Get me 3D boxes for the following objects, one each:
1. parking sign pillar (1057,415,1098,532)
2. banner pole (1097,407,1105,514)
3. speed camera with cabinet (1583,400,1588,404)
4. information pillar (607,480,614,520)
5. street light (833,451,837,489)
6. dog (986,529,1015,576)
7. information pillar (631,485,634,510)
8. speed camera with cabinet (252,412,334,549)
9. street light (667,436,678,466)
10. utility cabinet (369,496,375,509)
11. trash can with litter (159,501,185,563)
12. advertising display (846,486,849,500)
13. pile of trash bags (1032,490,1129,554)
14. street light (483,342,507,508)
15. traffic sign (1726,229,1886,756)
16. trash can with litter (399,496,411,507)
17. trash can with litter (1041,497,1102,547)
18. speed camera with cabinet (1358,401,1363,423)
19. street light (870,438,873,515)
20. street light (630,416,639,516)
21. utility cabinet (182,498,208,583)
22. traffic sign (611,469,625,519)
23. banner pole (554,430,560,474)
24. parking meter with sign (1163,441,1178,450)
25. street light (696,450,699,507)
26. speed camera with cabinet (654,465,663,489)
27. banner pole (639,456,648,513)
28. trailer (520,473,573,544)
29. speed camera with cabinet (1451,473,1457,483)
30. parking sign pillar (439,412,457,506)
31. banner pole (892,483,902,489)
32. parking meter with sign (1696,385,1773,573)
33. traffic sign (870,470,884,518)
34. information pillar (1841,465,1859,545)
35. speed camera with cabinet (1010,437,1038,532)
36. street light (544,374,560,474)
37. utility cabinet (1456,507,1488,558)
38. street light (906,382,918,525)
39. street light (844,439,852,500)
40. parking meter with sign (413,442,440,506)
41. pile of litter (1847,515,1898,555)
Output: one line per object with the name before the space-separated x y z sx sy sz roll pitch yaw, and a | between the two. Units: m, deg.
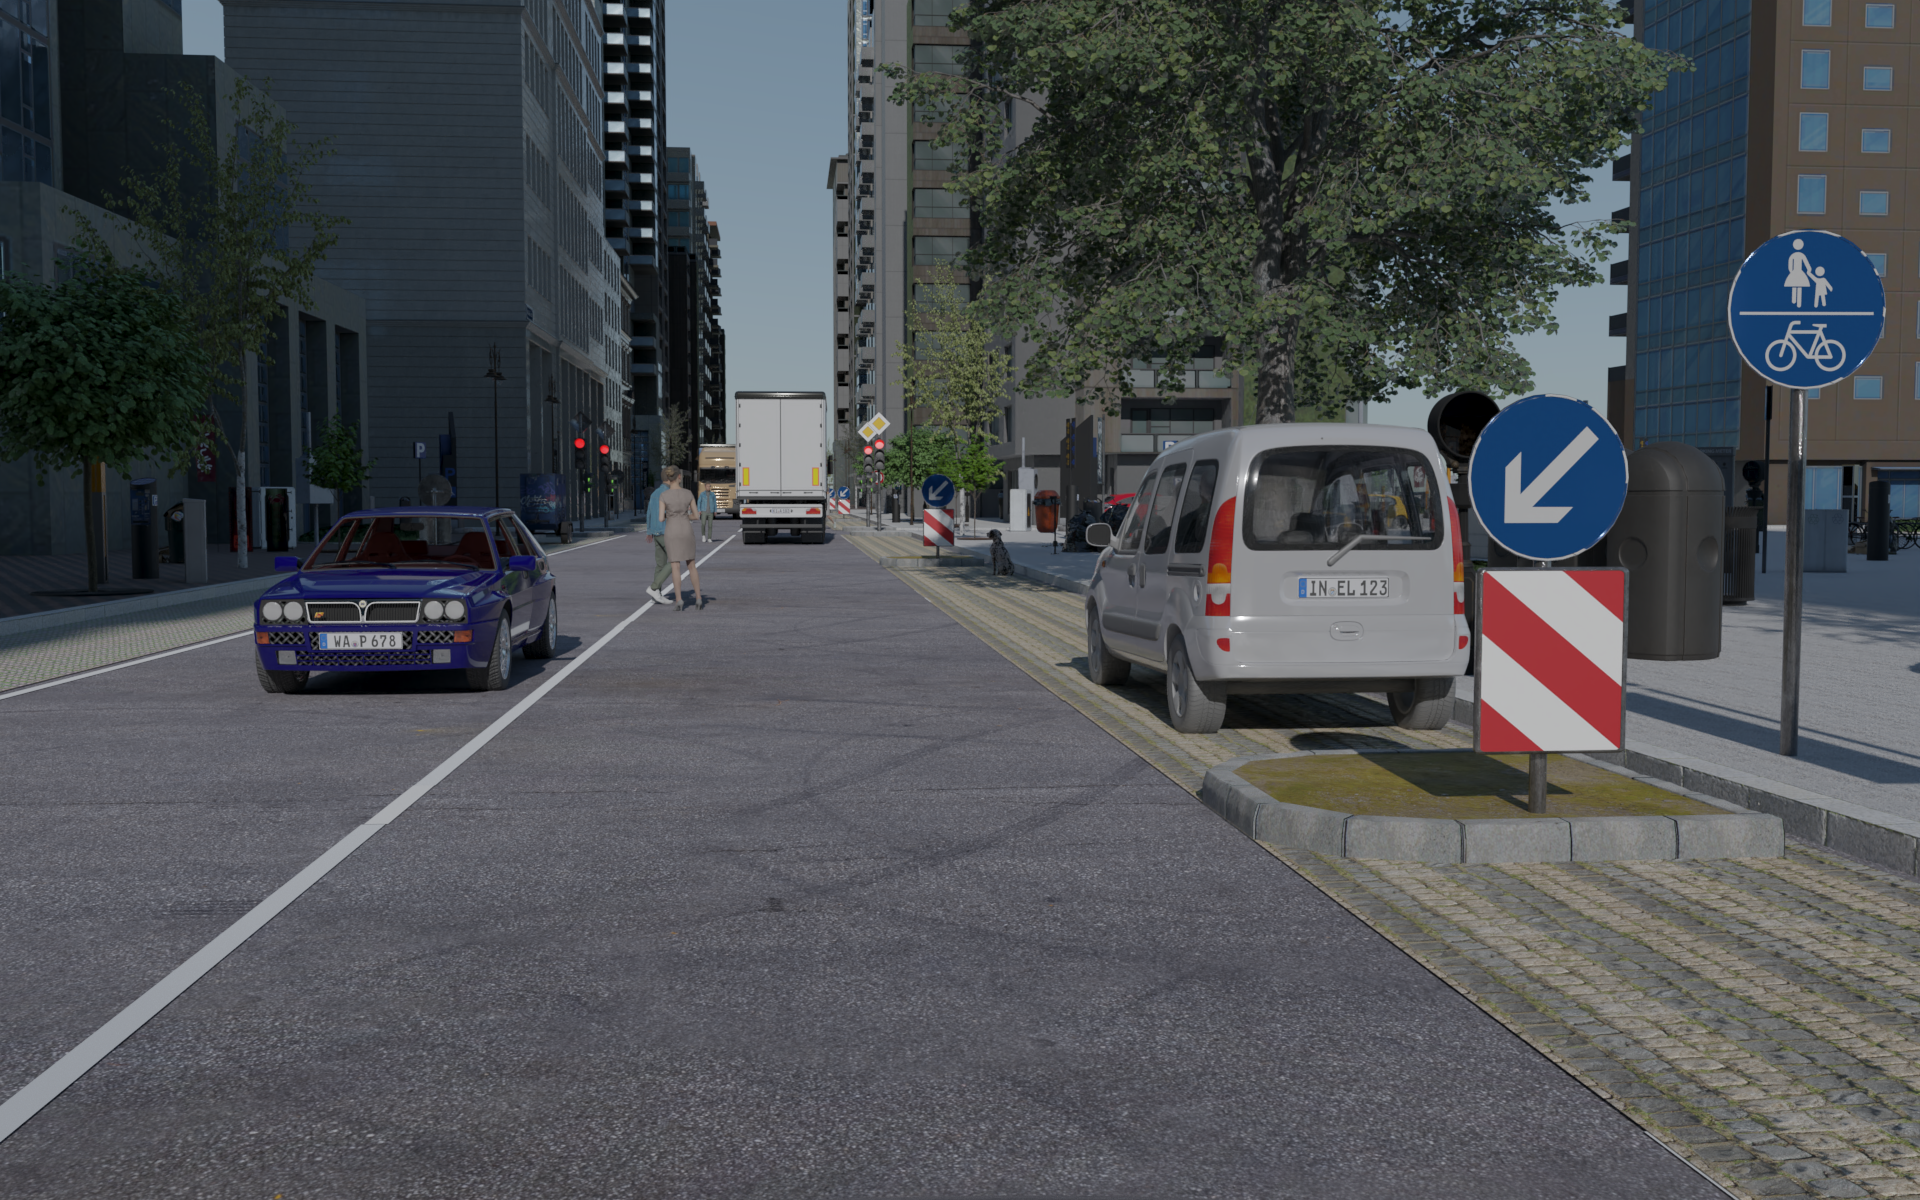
parking sign pillar | 4.076 -4.341 59.450 1.447 3.967 1.447 3 5 40
banner pole | 4.066 -3.660 49.853 0.401 3.779 0.863 1 4 21
speed camera with cabinet | 12.473 -2.581 36.535 2.038 3.252 0.660 1 4 11
information pillar | -17.209 -4.931 85.111 0.304 2.012 0.304 3 4 37
street light | -13.283 -12.905 183.777 0.468 5.910 1.993 0 4 -6
dog | 0.703 -0.823 30.286 0.513 0.831 0.800 0 4 3
information pillar | -26.372 -8.234 139.119 0.304 2.012 0.304 -1 4 -15
speed camera with cabinet | -15.953 -2.868 41.231 0.660 3.252 2.038 2 4 33
street light | -22.547 -9.932 135.173 0.468 5.910 1.993 0 4 -6
utility cabinet | -42.755 -7.032 126.137 0.306 1.237 1.020 -1 4 -19
trash can with litter | -14.642 -1.269 32.136 1.055 1.170 0.624 2 4 26
advertising display | -8.965 -8.133 138.184 0.123 1.923 0.974 -1 4 -14
pile of trash bags | 2.975 -1.723 37.931 3.447 1.369 1.912 -3 4 -39
street light | -14.146 -4.896 52.837 0.468 5.910 1.993 0 4 -6
traffic sign | 4.073 -0.509 8.435 0.768 2.556 0.104 0 4 -1
trash can with litter | -17.333 -2.573 53.123 1.678 1.210 2.233 1 4 15
trash can with litter | 2.877 -1.934 42.682 2.233 1.210 1.678 -2 4 -27
speed camera with cabinet | 8.421 -2.658 37.793 0.660 3.252 2.038 0 4 4
street light | -5.428 -8.142 105.913 0.468 5.910 1.993 0 4 -6
street light | -18.949 -7.836 100.901 0.468 5.910 1.993 0 4 -6
utility cabinet | -11.228 -0.874 25.454 0.306 1.237 1.020 -1 4 -22
traffic sign | -17.542 -5.417 88.667 0.768 2.556 0.104 0 4 3
banner pole | -15.896 -4.788 68.296 0.401 3.779 0.863 -3 4 -36
parking meter with sign | 7.412 -3.725 57.166 0.543 3.016 1.738 3 5 41
street light | -26.803 -12.501 177.184 0.468 5.910 1.993 0 4 -6
speed camera with cabinet | -20.837 -7.660 119.581 0.660 3.252 2.038 -1 4 -10
banner pole | -20.972 -7.626 114.700 0.863 3.779 0.401 2 4 28
trailer | -11.801 -2.554 48.808 1.471 1.999 3.904 0 4 -7
speed camera with cabinet | 24.640 -5.667 86.984 0.660 3.252 2.038 1 4 19
parking sign pillar | -16.570 -4.138 56.133 1.447 3.967 1.447 -1 4 -20
banner pole | -4.233 -7.620 114.596 0.863 3.779 0.401 -1 4 -21
parking meter with sign | 12.245 -1.956 28.248 1.738 3.016 0.543 1 4 23
traffic sign | -4.443 -5.671 92.823 0.768 2.556 0.104 0 4 2
information pillar | 22.326 -2.384 43.470 0.304 2.012 0.304 -3 5 -41
speed camera with cabinet | 2.225 -4.009 59.881 0.660 3.252 2.038 1 4 14
street light | -15.650 -5.738 66.599 0.468 5.910 1.993 0 4 -6
utility cabinet | 10.403 -1.589 34.665 0.318 1.500 1.173 -1 4 -19
street light | -1.995 -6.030 71.382 0.468 5.910 1.993 0 4 -6
street light | -9.781 -10.755 148.629 0.468 5.910 1.993 0 4 -6
parking meter with sign | -17.350 -3.765 57.825 1.738 3.016 0.543 1 4 22
pile of litter | 19.532 -1.417 37.137 1.719 0.858 1.176 -3 5 -44
